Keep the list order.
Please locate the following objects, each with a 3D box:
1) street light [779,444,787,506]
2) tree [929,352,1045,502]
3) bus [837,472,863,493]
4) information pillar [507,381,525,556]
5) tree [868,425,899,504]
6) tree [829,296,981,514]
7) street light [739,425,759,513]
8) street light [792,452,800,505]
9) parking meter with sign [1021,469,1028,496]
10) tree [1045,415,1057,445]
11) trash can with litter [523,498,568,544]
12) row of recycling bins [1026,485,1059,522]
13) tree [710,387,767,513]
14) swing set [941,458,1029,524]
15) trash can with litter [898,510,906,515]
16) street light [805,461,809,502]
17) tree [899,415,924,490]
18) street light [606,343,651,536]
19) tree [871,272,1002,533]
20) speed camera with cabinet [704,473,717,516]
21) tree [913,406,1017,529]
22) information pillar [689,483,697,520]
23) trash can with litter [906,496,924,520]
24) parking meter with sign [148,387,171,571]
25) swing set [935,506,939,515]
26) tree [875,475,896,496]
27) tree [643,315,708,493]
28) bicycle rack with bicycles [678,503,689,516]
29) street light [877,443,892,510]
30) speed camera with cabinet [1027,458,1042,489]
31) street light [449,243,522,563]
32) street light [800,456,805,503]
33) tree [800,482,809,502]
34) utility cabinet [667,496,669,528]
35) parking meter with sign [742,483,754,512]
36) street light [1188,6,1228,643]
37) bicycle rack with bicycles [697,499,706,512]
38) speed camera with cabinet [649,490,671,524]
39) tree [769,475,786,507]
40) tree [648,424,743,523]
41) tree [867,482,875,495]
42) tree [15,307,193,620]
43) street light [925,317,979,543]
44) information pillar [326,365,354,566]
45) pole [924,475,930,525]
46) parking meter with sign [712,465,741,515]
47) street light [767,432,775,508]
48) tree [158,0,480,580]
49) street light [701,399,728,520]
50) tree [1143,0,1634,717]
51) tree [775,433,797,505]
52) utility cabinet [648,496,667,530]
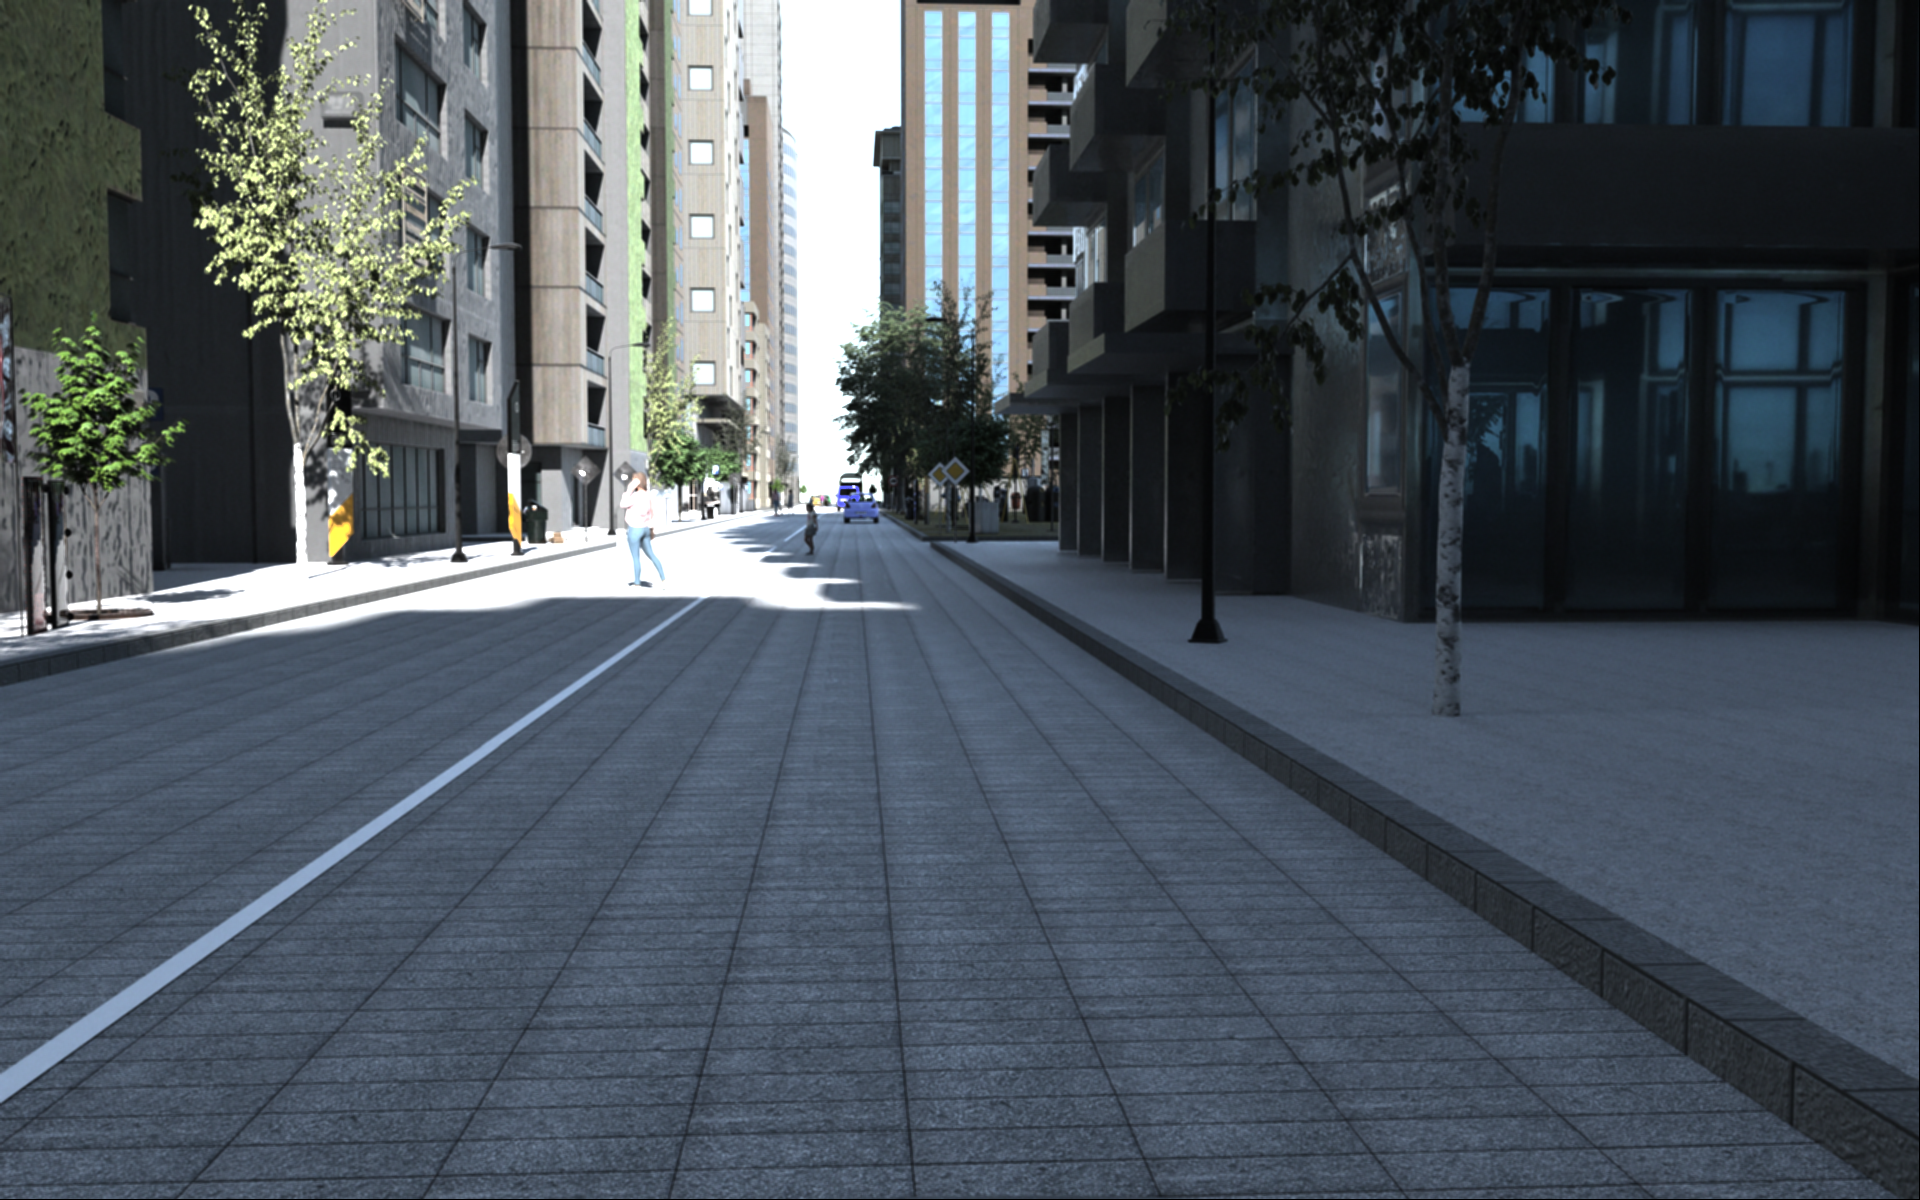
[{"bbox_3d":[-16.882,-11.494,160.472,1.470,5.913,1.316,0,4,-4],"label":"street light"},{"bbox_3d":[1.257,-8.465,88.762,4.737,8.622,4.395,0,3,0],"label":"tree"},{"bbox_3d":[-12.394,-12.512,196.124,2.896,3.916,12.252,0,4,-5],"label":"bus"},{"bbox_3d":[-9.177,-2.712,35.689,0.183,3.616,0.504,0,4,6],"label":"information pillar"},{"bbox_3d":[-3.566,-10.944,129.302,4.737,8.622,4.395,0,3,0],"label":"tree"},{"bbox_3d":[-3.730,-12.578,112.298,9.857,13.997,8.962,0,3,0],"label":"tree"},{"bbox_3d":[-14.089,-8.761,115.791,1.470,5.913,1.316,0,4,-4],"label":"street light"},{"bbox_3d":[-18.738,-13.378,191.272,1.470,5.913,1.316,0,4,-4],"label":"street light"},{"bbox_3d":[4.931,-7.438,117.867,0.543,3.016,1.738,-3,4,-36],"label":"parking meter with sign"},{"bbox_3d":[3.856,-9.150,99.969,4.737,8.622,4.395,0,3,0],"label":"tree"},{"bbox_3d":[-10.670,-2.031,44.587,1.055,1.170,0.624,-2,4,-24],"label":"trash can with litter"},{"bbox_3d":[4.761,-4.494,80.591,3.534,1.692,1.069,-1,4,-18],"label":"row of recycling bins"},{"bbox_3d":[-15.297,-10.330,119.264,4.360,8.622,3.978,0,3,0],"label":"tree"},{"bbox_3d":[1.205,-4.745,75.199,3.119,2.851,2.862,-1,4,-22],"label":"swing set"},{"bbox_3d":[-3.314,-5.916,108.110,1.055,1.170,0.624,-1,4,-16],"label":"trash can with litter"},{"bbox_3d":[-21.947,-16.550,243.125,1.470,5.913,1.316,0,4,-4],"label":"street light"},{"bbox_3d":[-1.173,-10.534,122.593,4.737,8.622,4.395,0,3,0],"label":"tree"},{"bbox_3d":[-10.188,-4.934,53.219,1.470,5.913,1.316,0,4,-4],"label":"street light"},{"bbox_3d":[-0.528,-6.551,57.475,4.360,8.622,3.978,0,3,0],"label":"tree"},{"bbox_3d":[-14.453,-6.489,100.438,0.660,3.252,2.038,-1,4,-12],"label":"speed camera with cabinet"},{"bbox_3d":[-0.180,-5.180,68.404,4.285,4.588,4.351,0,3,0],"label":"tree"},{"bbox_3d":[-13.445,-5.063,87.278,0.304,2.012,0.304,2,4,28],"label":"information pillar"},{"bbox_3d":[-2.115,-4.717,88.511,0.624,1.170,1.055,-2,4,-30],"label":"trash can with litter"},{"bbox_3d":[-13.586,-2.010,29.122,0.543,3.016,1.738,-1,4,-20],"label":"parking meter with sign"},{"bbox_3d":[0.389,-6.532,104.421,2.862,2.851,3.119,-2,4,-24],"label":"swing set"},{"bbox_3d":[-6.642,-10.012,158.291,1.663,3.219,1.824,0,3,0],"label":"tree"},{"bbox_3d":[-12.453,-7.323,70.088,4.737,8.622,4.395,0,3,0],"label":"tree"},{"bbox_3d":[-18.072,-5.434,102.231,2.852,0.926,2.925,-2,4,-35],"label":"bicycle rack with bicycles"},{"bbox_3d":[-6.308,-10.328,141.411,1.470,5.913,1.316,0,4,-4],"label":"street light"},{"bbox_3d":[4.714,-6.193,95.588,2.038,3.252,0.660,3,4,36],"label":"speed camera with cabinet"},{"bbox_3d":[-8.813,-3.648,32.194,1.470,5.913,1.316,0,4,-4],"label":"street light"},{"bbox_3d":[-20.022,-14.666,212.329,1.470,5.913,1.316,0,4,-4],"label":"street light"},{"bbox_3d":[-23.880,-16.575,265.608,1.663,3.219,1.824,0,3,0],"label":"tree"},{"bbox_3d":[-11.217,-3.321,65.461,0.306,1.237,1.020,0,4,-2],"label":"utility cabinet"},{"bbox_3d":[-15.440,-7.755,123.050,1.738,3.016,0.543,2,4,25],"label":"parking meter with sign"},{"bbox_3d":[1.613,-2.587,14.841,1.470,5.913,1.316,0,4,-4],"label":"street light"},{"bbox_3d":[-18.969,-6.606,121.397,2.852,0.926,2.925,3,5,43],"label":"bicycle rack with bicycles"},{"bbox_3d":[-13.367,-4.875,74.041,0.660,3.252,2.038,3,5,43],"label":"speed camera with cabinet"},{"bbox_3d":[-18.592,-11.179,177.370,1.663,3.219,1.824,0,3,0],"label":"tree"},{"bbox_3d":[-12.724,-5.771,78.068,4.285,4.588,4.351,0,3,0],"label":"tree"},{"bbox_3d":[-13.812,-17.115,274.437,1.663,3.219,1.824,0,3,0],"label":"tree"},{"bbox_3d":[-8.909,-1.439,18.122,1.663,3.219,1.824,0,3,0],"label":"tree"},{"bbox_3d":[-0.206,-4.472,45.661,1.470,5.913,1.316,0,4,-4],"label":"street light"},{"bbox_3d":[-11.185,-2.438,31.214,0.183,3.616,0.504,2,4,33],"label":"information pillar"},{"bbox_3d":[-1.388,-4.830,72.815,0.158,3.312,0.155,0,3,0],"label":"pole"},{"bbox_3d":[-14.273,-6.665,105.234,0.543,3.016,1.738,2,4,33],"label":"parking meter with sign"},{"bbox_3d":[-14.845,-9.611,129.684,1.470,5.913,1.316,0,4,-4],"label":"street light"},{"bbox_3d":[-9.659,-4.610,25.735,4.737,8.622,4.395,0,3,0],"label":"tree"},{"bbox_3d":[-12.020,-6.863,84.755,1.470,5.913,1.316,0,4,-4],"label":"street light"},{"bbox_3d":[2.775,-3.650,10.033,4.360,8.622,3.978,0,3,0],"label":"tree"},{"bbox_3d":[-20.943,-15.520,204.111,4.360,8.622,3.978,0,3,0],"label":"tree"},{"bbox_3d":[-10.940,-3.123,62.223,0.306,1.237,1.020,1,4,10],"label":"utility cabinet"}]
